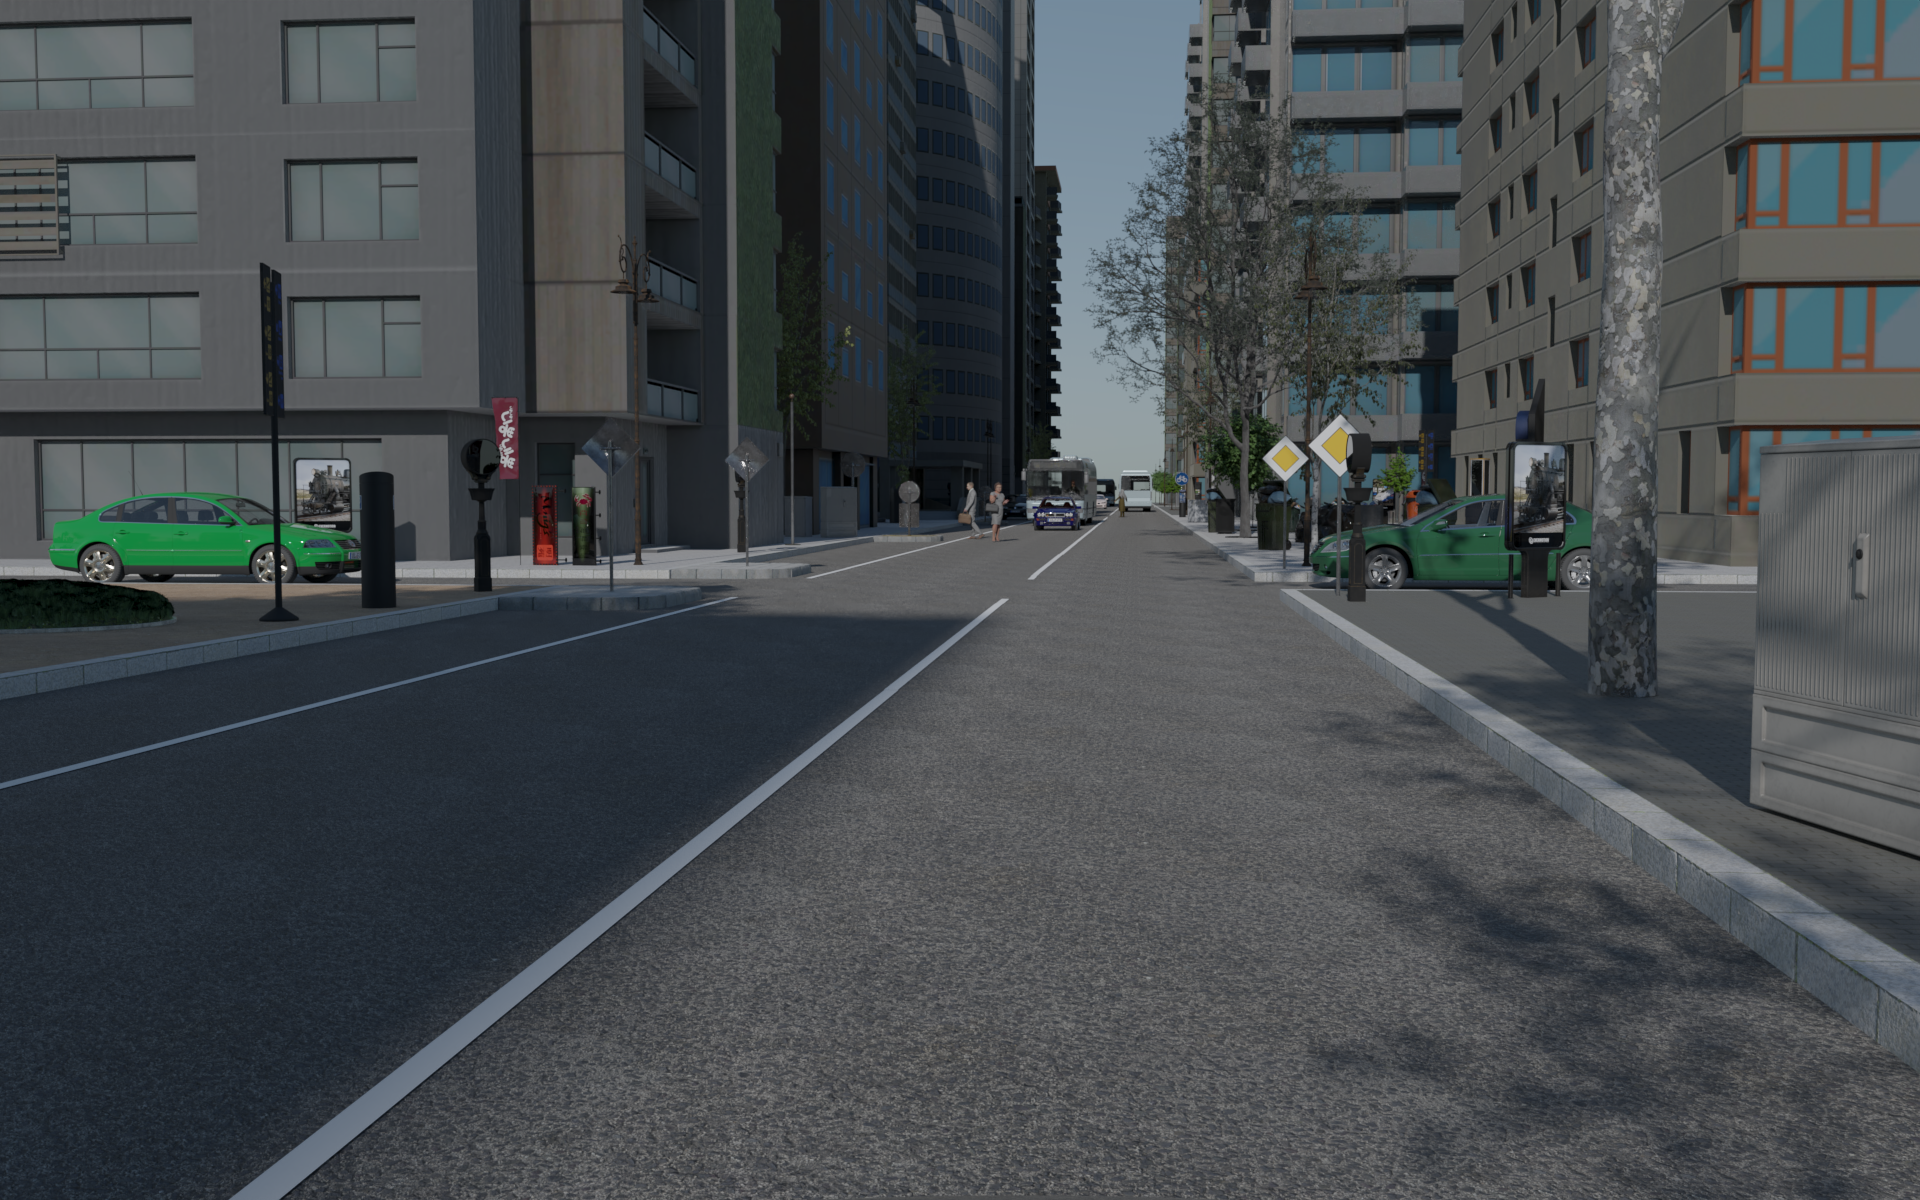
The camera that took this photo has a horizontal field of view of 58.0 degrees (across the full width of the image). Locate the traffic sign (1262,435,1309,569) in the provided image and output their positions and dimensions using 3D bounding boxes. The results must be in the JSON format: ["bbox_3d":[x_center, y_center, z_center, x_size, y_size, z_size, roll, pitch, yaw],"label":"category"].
[{"bbox_3d":[5.572,-1.594,29.710,0.795,2.450,0.064,0,4,6],"label":"traffic sign"}]

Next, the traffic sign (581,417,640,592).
[{"bbox_3d":[-4.582,-1.168,22.735,0.795,2.450,0.064,0,4,6],"label":"traffic sign"}]

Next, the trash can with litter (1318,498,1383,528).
[{"bbox_3d":[8.049,-1.313,32.526,2.233,1.210,1.678,2,4,25],"label":"trash can with litter"}]

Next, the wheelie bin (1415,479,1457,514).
[{"bbox_3d":[9.759,-1.689,35.525,0.980,1.594,0.693,-3,4,-38],"label":"wheelie bin"}]

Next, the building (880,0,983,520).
[{"bbox_3d":[-15.303,-24.567,93.558,32.217,40.220,23.993,0,4,6],"label":"building"}]

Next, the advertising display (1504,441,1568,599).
[{"bbox_3d":[7.129,-0.993,21.450,0.974,1.923,0.123,-2,4,-31],"label":"advertising display"}]

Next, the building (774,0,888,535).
[{"bbox_3d":[-10.409,-25.070,60.009,14.600,45.320,14.200,0,4,6],"label":"building"}]

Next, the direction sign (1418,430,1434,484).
[{"bbox_3d":[16.454,-4.232,61.188,0.379,3.537,0.876,-1,4,-20],"label":"direction sign"}]

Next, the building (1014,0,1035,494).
[{"bbox_3d":[0.365,-46.638,200.780,20.563,71.187,20.611,0,4,6],"label":"building"}]

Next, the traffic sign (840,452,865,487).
[{"bbox_3d":[-3.260,-3.212,52.626,0.768,2.556,0.104,0,4,6],"label":"traffic sign"}]

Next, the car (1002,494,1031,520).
[{"bbox_3d":[3.177,-5.333,96.980,2.009,1.686,4.222,0,4,4],"label":"car"}]

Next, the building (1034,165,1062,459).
[{"bbox_3d":[1.934,-34.962,226.247,22.147,44.769,28.867,0,4,6],"label":"building"}]

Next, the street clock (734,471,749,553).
[{"bbox_3d":[-4.787,-2.044,37.985,0.358,2.002,0.471,-1,4,-17],"label":"street clock"}]

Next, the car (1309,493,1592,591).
[{"bbox_3d":[7.731,-0.863,25.914,4.920,1.459,2.131,0,4,7],"label":"car"}]

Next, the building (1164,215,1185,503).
[{"bbox_3d":[37.224,-34.950,255.023,14.154,41.232,14.086,0,4,6],"label":"building"}]

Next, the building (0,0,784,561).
[{"bbox_3d":[-12.301,-21.683,38.110,14.154,41.232,14.086,0,4,6],"label":"building"}]

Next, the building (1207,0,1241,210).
[{"bbox_3d":[22.923,-26.162,111.340,14.154,41.232,14.086,0,4,6],"label":"building"}]

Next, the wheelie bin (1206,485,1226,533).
[{"bbox_3d":[8.517,-3.042,57.648,0.693,1.594,0.980,0,4,7],"label":"wheelie bin"}]

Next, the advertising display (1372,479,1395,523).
[{"bbox_3d":[17.594,-4.079,71.908,0.974,1.923,0.123,3,4,38],"label":"advertising display"}]

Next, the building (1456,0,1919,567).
[{"bbox_3d":[29.390,-12.060,42.217,28.899,21.520,27.650,0,4,6],"label":"building"}]

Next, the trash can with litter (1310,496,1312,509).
[{"bbox_3d":[14.151,-3.637,70.523,1.678,1.210,2.233,-3,5,-40],"label":"trash can with litter"}]

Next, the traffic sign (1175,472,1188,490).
[{"bbox_3d":[12.980,-6.194,101.371,0.768,2.556,0.104,0,4,6],"label":"traffic sign"}]

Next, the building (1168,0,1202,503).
[{"bbox_3d":[39.571,-56.154,230.786,22.319,86.520,31.000,0,4,6],"label":"building"}]

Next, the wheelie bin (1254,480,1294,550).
[{"bbox_3d":[7.184,-1.941,39.638,0.693,1.594,0.980,-3,4,-37],"label":"wheelie bin"}]

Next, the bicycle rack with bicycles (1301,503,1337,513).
[{"bbox_3d":[14.253,-3.218,65.996,2.852,0.926,2.925,-2,4,-30],"label":"bicycle rack with bicycles"}]

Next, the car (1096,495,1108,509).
[{"bbox_3d":[13.250,-9.482,167.392,2.083,1.381,4.827,0,4,4],"label":"car"}]

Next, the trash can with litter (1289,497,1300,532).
[{"bbox_3d":[10.826,-2.836,57.756,1.055,1.170,0.624,1,4,14],"label":"trash can with litter"}]

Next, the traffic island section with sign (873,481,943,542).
[{"bbox_3d":[-1.543,-2.708,52.902,1.989,1.847,2.006,0,4,6],"label":"traffic island section with sign"}]

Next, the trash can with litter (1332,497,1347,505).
[{"bbox_3d":[16.055,-3.733,72.422,1.055,1.170,0.624,-3,4,-38],"label":"trash can with litter"}]

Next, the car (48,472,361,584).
[{"bbox_3d":[-11.778,-1.130,27.269,4.718,1.807,1.959,0,4,4],"label":"car"}]

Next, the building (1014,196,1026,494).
[{"bbox_3d":[-1.263,-23.863,161.859,14.160,30.474,14.107,0,4,6],"label":"building"}]

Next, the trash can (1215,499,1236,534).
[{"bbox_3d":[8.518,-2.689,55.623,0.748,1.137,0.748,0,3,0],"label":"trash can"}]

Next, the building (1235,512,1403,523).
[{"bbox_3d":[25.138,-28.603,87.274,23.786,49.044,30.456,0,4,6],"label":"building"}]

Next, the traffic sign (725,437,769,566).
[{"bbox_3d":[-3.772,-1.654,30.679,0.795,2.450,0.064,0,4,6],"label":"traffic sign"}]

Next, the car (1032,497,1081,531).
[{"bbox_3d":[3.875,-3.446,68.915,1.945,1.354,3.894,0,4,6],"label":"car"}]

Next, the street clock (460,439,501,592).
[{"bbox_3d":[-6.284,-1.113,22.761,0.471,2.002,0.358,-2,4,-33],"label":"street clock"}]

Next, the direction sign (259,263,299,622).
[{"bbox_3d":[-6.902,-1.557,17.451,0.379,3.537,0.876,-1,4,-10],"label":"direction sign"}]

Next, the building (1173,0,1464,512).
[{"bbox_3d":[32.261,-33.166,161.876,23.786,49.044,30.456,0,4,6],"label":"building"}]

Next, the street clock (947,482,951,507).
[{"bbox_3d":[-0.600,-6.200,105.938,0.358,2.002,0.471,1,4,21],"label":"street clock"}]

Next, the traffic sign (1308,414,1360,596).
[{"bbox_3d":[4.762,-1.108,21.766,0.795,2.450,0.064,0,4,6],"label":"traffic sign"}]

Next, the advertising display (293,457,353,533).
[{"bbox_3d":[-11.300,-1.561,30.732,0.974,1.923,0.123,-2,4,-30],"label":"advertising display"}]

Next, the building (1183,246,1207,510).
[{"bbox_3d":[31.431,-17.590,132.641,27.650,21.520,28.899,0,4,6],"label":"building"}]

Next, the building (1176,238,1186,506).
[{"bbox_3d":[31.563,-25.950,195.977,14.160,30.474,14.107,0,4,6],"label":"building"}]

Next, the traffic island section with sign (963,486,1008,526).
[{"bbox_3d":[1.201,-4.348,79.718,1.989,1.847,2.006,0,4,6],"label":"traffic island section with sign"}]

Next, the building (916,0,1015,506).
[{"bbox_3d":[-7.684,-35.336,119.747,21.231,58.520,28.212,0,4,6],"label":"building"}]

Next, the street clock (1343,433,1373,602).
[{"bbox_3d":[4.743,-0.984,20.656,0.358,2.002,0.471,0,4,2],"label":"street clock"}]
